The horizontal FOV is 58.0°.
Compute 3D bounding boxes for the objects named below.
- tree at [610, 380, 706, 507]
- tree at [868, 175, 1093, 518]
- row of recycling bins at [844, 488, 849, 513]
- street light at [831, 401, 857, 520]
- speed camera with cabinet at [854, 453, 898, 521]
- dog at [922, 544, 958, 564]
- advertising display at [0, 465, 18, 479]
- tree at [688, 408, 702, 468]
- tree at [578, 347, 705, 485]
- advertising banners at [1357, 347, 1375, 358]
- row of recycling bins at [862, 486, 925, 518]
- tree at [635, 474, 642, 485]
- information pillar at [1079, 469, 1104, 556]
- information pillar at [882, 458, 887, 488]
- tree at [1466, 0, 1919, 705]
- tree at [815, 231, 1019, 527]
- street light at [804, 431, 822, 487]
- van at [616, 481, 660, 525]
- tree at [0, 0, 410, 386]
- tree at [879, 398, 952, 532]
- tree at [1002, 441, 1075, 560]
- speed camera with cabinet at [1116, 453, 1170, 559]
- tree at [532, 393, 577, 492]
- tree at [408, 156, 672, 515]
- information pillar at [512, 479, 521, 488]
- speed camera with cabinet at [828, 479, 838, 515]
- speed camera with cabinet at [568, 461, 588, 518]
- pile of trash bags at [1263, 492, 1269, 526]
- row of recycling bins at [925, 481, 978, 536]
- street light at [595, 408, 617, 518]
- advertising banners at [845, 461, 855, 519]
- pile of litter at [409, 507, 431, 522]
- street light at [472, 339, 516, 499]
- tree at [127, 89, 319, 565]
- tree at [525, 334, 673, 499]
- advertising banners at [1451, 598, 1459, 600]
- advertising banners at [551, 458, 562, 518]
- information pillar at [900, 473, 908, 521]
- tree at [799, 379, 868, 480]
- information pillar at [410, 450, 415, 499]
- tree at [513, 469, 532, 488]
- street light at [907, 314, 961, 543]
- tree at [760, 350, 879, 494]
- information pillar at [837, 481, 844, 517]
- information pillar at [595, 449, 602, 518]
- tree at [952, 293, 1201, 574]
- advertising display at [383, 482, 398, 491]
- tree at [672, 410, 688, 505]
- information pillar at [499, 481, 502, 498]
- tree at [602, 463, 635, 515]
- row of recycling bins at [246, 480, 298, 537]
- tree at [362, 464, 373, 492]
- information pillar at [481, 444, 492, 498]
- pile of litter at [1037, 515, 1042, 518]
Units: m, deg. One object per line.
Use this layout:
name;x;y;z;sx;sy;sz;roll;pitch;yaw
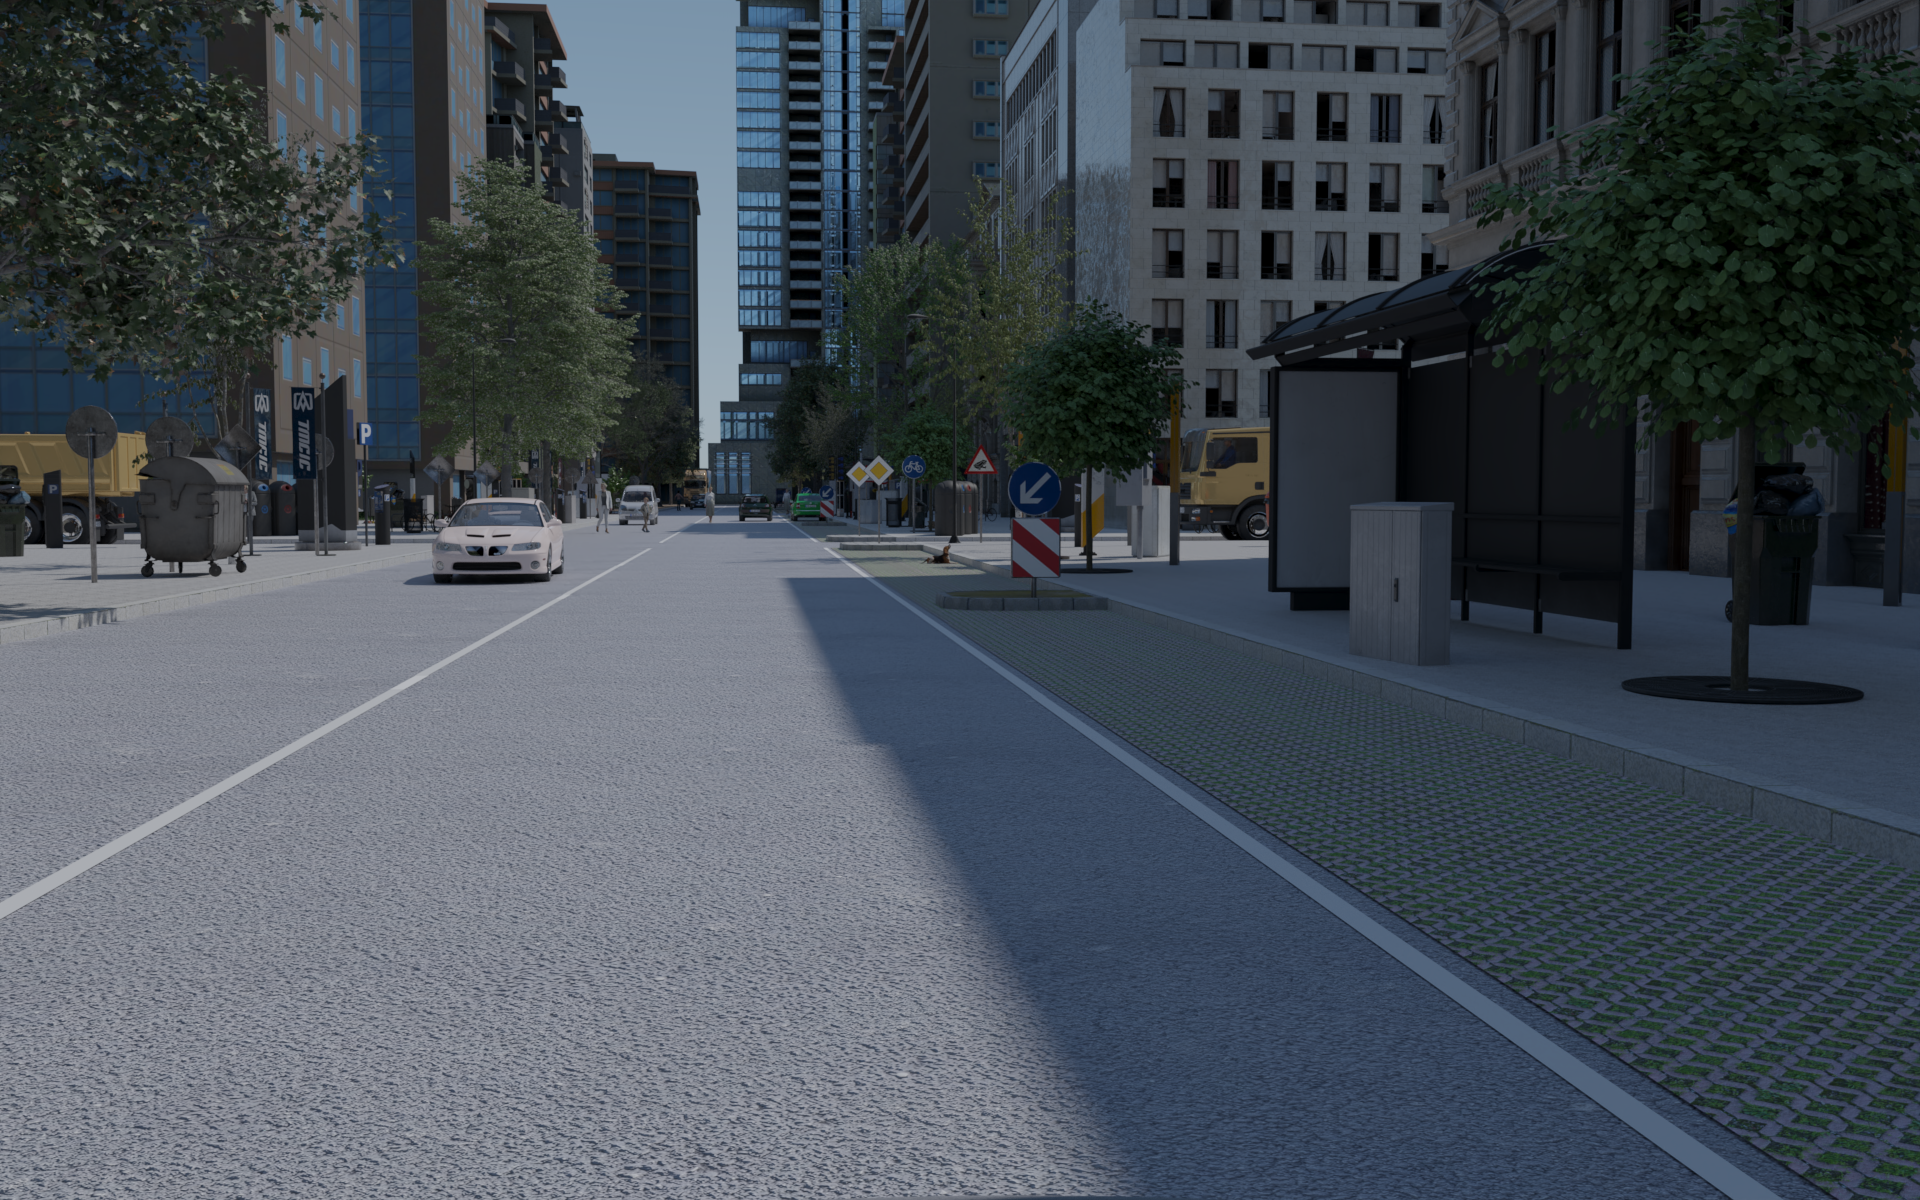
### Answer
tree;-30.413;-15.719;174.010;9.611;12.733;9.660;0;3;0
tree;1.193;-5.454;39.531;4.737;8.622;4.395;0;3;0
row of recycling bins;-7.889;-6.852;119.149;1.069;1.692;3.534;1;4;21
street light;-5.714;-6.943;86.067;1.470;5.913;1.316;0;4;-7
speed camera with cabinet;-4.008;-5.417;82.902;2.038;3.252;0.660;0;4;4
dog;-0.435;-0.936;35.491;0.748;0.427;0.550;3;5;43
advertising display;-21.401;-2.029;38.388;0.974;1.923;0.123;-1;4;-22
tree;-33.918;-17.372;202.164;7.486;12.596;7.792;0;3;0
tree;-26.200;-14.232;143.071;12.009;13.543;11.850;0;3;0
advertising banners;4.422;-1.470;20.218;0.090;3.025;2.074;2;4;35
row of recycling bins;-3.525;-5.290;93.600;3.534;1.692;1.069;-1;4;-13
tree;-24.692;-8.203;128.728;1.663;3.219;1.824;0;3;0
information pillar;2.751;-2.733;36.044;0.504;3.616;0.183;-1;4;-15
information pillar;-4.704;-7.079;107.092;0.183;3.616;0.504;-3;5;-39
tree;5.097;-1.670;11.022;4.285;4.588;4.351;0;3;0
tree;-1.719;-8.666;67.448;9.928;11.665;9.643;0;3;0
street light;-10.711;-9.439;126.871;1.470;5.913;1.316;0;4;-7
van;-15.042;-4.529;81.059;2.013;2.044;4.112;0;4;-7
tree;-11.319;-6.197;18.328;9.611;12.733;9.660;0;3;0
tree;-0.942;-4.610;59.090;4.285;4.588;4.351;0;3;0
tree;1.547;-2.428;34.298;1.663;3.219;1.824;0;3;0
speed camera with cabinet;3.710;-2.484;34.955;0.660;3.252;2.038;1;4;23
tree;-28.189;-10.378;120.050;4.737;8.622;4.395;0;3;0
tree;-15.125;-8.604;58.798;7.486;12.596;7.792;0;3;0
information pillar;-21.355;-4.833;83.515;0.304;2.012;0.304;3;4;37
speed camera with cabinet;-7.644;-6.769;105.001;0.660;3.252;2.038;0;4;1
speed camera with cabinet;-20.354;-5.982;92.147;0.660;3.252;2.038;-2;4;-26
pile of trash bags;8.939;-2.058;43.409;3.447;1.369;1.912;-3;4;-36
row of recycling bins;-0.135;-2.892;54.403;1.069;1.692;3.534;1;4;11
street light;-18.927;-7.373;93.092;1.470;5.913;1.316;0;4;-7
advertising banners;-5.780;-5.835;91.594;0.090;3.025;2.074;1;4;10
pile of litter;-24.937;-3.989;79.186;1.719;0.858;1.176;0;4;-2
street light;-13.974;-4.850;51.835;1.470;5.913;1.316;0;4;-7
tree;-13.457;-4.962;31.483;4.360;8.622;3.978;0;3;0
tree;-21.049;-10.113;99.755;8.767;10.594;7.601;-3;5;-39
advertising banners;6.127;-1.507;20.828;2.074;3.025;0.090;1;4;14
advertising banners;-19.662;-5.389;84.299;0.090;3.025;2.074;-2;4;-27
information pillar;-2.649;-5.501;81.294;0.183;3.616;0.504;3;4;36
tree;-8.253;-10.080;115.165;4.360;8.622;3.978;0;3;0
information pillar;-28.951;-6.130;91.586;0.183;3.616;0.504;-3;4;-38
tree;-29.327;-7.342;114.646;1.663;3.219;1.824;0;3;0
street light;-0.681;-4.428;44.940;1.470;5.913;1.316;0;4;-7
tree;-11.313;-13.533;138.279;9.611;12.733;9.660;0;3;0
information pillar;-6.690;-5.651;96.879;0.304;2.012;0.304;-3;4;-37
information pillar;-18.976;-6.092;90.958;0.183;3.616;0.504;-3;5;-44
tree;2.220;-2.735;28.432;4.285;4.588;4.351;0;3;0
advertising display;-29.965;-5.258;91.182;0.974;1.923;0.123;2;4;32
tree;-16.471;-9.316;70.442;7.486;12.596;7.792;0;3;0
information pillar;-24.885;-5.479;94.074;0.304;2.012;0.304;-1;4;-18
tree;-21.878;-6.990;108.894;1.663;3.219;1.824;0;3;0
row of recycling bins;-21.093;-2.795;52.817;1.069;1.692;3.534;2;4;28
tree;-32.084;-5.989;92.514;1.663;3.219;1.824;0;3;0
information pillar;-21.490;-5.331;78.515;0.504;3.616;0.183;-3;5;-41
pile of litter;2.960;-3.453;70.420;1.176;0.858;1.719;-1;4;-19
